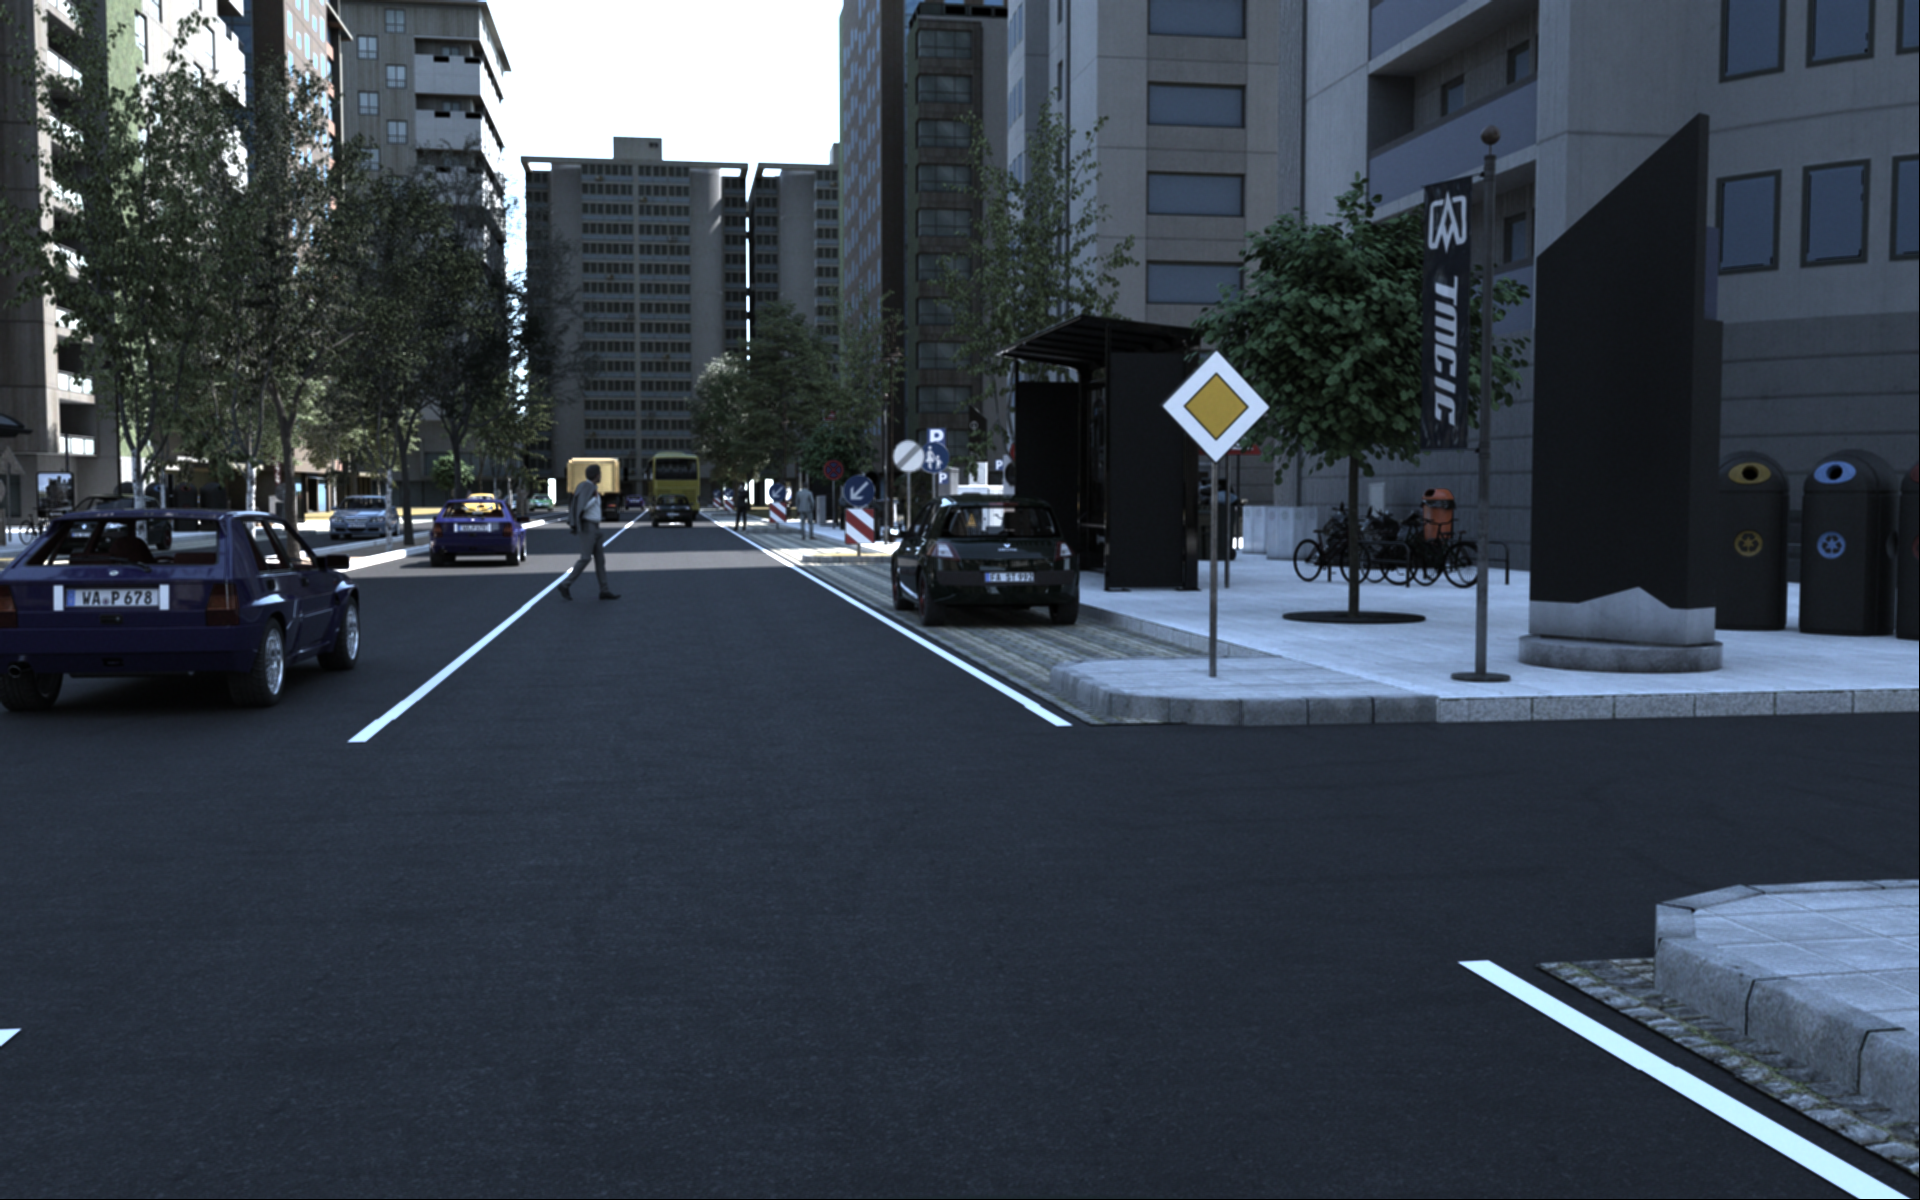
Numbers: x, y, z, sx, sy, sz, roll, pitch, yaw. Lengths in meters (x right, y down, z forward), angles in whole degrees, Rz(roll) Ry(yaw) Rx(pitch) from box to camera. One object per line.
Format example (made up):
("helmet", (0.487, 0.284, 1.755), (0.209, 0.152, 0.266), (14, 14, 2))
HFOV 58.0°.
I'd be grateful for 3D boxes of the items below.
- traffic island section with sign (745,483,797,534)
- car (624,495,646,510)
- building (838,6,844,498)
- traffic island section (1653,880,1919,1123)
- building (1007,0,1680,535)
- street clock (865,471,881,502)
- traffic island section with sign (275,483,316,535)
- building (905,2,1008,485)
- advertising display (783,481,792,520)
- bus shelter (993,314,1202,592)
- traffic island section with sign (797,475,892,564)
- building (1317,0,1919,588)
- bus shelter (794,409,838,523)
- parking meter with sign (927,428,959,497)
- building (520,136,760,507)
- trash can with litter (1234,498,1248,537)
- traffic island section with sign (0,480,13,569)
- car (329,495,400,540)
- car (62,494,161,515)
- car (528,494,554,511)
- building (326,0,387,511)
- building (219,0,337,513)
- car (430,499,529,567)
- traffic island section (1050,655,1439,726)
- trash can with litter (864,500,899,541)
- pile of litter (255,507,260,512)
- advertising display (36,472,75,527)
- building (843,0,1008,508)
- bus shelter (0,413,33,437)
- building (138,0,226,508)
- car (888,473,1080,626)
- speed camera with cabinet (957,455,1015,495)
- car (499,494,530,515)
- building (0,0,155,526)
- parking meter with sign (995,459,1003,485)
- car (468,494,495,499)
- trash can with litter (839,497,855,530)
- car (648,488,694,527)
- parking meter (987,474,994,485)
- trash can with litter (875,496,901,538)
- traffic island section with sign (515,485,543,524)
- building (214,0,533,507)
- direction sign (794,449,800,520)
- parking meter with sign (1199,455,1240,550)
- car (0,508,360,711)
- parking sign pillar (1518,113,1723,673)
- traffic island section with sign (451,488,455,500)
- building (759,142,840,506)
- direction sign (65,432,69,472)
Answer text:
("traffic island section with sign", (-6.791, -3.326, 63.008), (1.989, 1.847, 2.006), (-1, 4, -10))
("car", (-29.805, -8.941, 158.766), (1.945, 1.354, 3.894), (-1, 4, -9))
("building", (-3.521, -28.450, 148.758), (14.154, 41.232, 14.086), (-1, 4, -10))
("traffic island section", (3.123, 1.100, 4.296), (2.009, 0.180, 2.903), (-1, 4, -10))
("building", (12.629, -32.472, 72.911), (21.231, 58.520, 28.212), (-1, 4, -10))
("street clock", (-2.791, -3.113, 55.475), (0.471, 2.002, 0.358), (2, 4, 24))
("traffic island section with sign", (-23.539, -3.157, 60.250), (1.989, 1.847, 2.006), (-1, 4, -10))
("building", (3.411, -20.509, 107.027), (14.160, 30.474, 14.107), (-1, 4, -10))
("advertising display", (-8.409, -4.844, 84.406), (0.123, 1.923, 0.974), (1, 4, 13))
("bus shelter", (1.906, -2.114, 25.849), (1.731, 3.624, 6.357), (-1, 4, -10))
("traffic island section with sign", (-2.306, -1.700, 36.427), (1.989, 1.847, 2.006), (-1, 4, -10))
("building", (22.649, -30.014, 32.723), (28.212, 58.520, 21.231), (-1, 4, -10))
("bus shelter", (-6.422, -6.236, 79.584), (2.179, 5.291, 8.768), (-1, 4, -10))
("parking meter with sign", (-0.310, -3.076, 46.550), (0.543, 3.016, 1.738), (1, 4, 21))
("building", (-35.345, -30.517, 190.840), (23.993, 40.220, 32.217), (-1, 4, -10))
("trash can with litter", (8.023, -2.428, 51.085), (0.624, 1.170, 1.055), (-2, 4, -26))
("traffic island section with sign", (-19.043, -1.529, 33.621), (1.989, 1.847, 2.006), (-1, 4, -10))
("car", (-19.225, -2.693, 56.040), (2.014, 1.417, 4.499), (-1, 4, -11))
("car", (-20.747, -1.999, 42.464), (2.009, 1.686, 4.222), (0, 4, -8))
("car", (-35.117, -8.156, 145.155), (2.131, 1.459, 4.920), (-1, 4, -10))
("building", (-61.677, -29.383, 135.030), (28.867, 44.769, 22.147), (-1, 4, -10))
("building", (-50.188, -28.401, 114.468), (14.600, 45.320, 14.200), (-1, 4, -10))
("car", (-9.903, -1.416, 35.725), (1.945, 1.354, 3.894), (-1, 4, -11))
("traffic island section", (1.793, 0.618, 12.170), (2.009, 0.180, 2.903), (-1, 4, -10))
("trash can with litter", (-2.179, -2.213, 47.576), (1.055, 1.170, 0.624), (1, 4, 20))
("pile of litter", (-27.415, -3.301, 67.940), (1.176, 0.858, 1.719), (1, 4, 10))
("advertising display", (-26.077, -2.737, 49.958), (0.974, 1.923, 0.123), (-1, 4, -12))
("building", (-1.452, -29.626, 134.491), (14.600, 45.320, 14.200), (-1, 4, -10))
("bus shelter", (-23.449, -2.820, 40.024), (2.014, 3.302, 5.546), (-1, 4, -10))
("building", (-54.718, -30.755, 92.076), (28.713, 52.752, 27.495), (-1, 4, -10))
("car", (0.214, -0.635, 20.174), (2.009, 1.686, 4.222), (-1, 4, -8))
("speed camera with cabinet", (0.863, -2.737, 39.082), (2.038, 3.252, 0.660), (3, 5, 41))
("car", (-31.357, -6.741, 122.010), (2.131, 1.459, 4.920), (-1, 4, -11))
("building", (-42.318, -23.608, 69.583), (14.154, 41.232, 14.086), (-1, 4, -10))
("parking meter with sign", (2.501, -5.610, 87.991), (0.543, 3.016, 1.738), (3, 4, 37))
("car", (-25.372, -4.991, 91.822), (2.015, 1.641, 3.980), (-1, 4, -10))
("trash can with litter", (-3.992, -3.102, 62.101), (0.624, 1.170, 1.055), (-1, 4, -14))
("car", (-12.741, -4.082, 76.532), (2.009, 1.686, 4.222), (-1, 4, -11))
("parking meter", (0.762, -2.701, 49.876), (0.399, 1.863, 0.255), (2, 4, 34))
("trash can with litter", (-1.815, -2.401, 50.311), (2.233, 1.210, 1.678), (-1, 4, -20))
("traffic island section with sign", (-21.311, -4.648, 84.139), (2.006, 1.907, 1.989), (-1, 4, -10))
("building", (-60.450, -36.409, 184.525), (27.495, 52.752, 28.713), (-1, 4, -10))
("direction sign", (-8.159, -5.797, 86.781), (0.379, 3.537, 0.876), (-1, 4, -15))
("parking meter with sign", (5.559, -2.656, 39.683), (1.738, 3.016, 0.543), (0, 4, -5))
("car", (-5.653, -0.019, 12.883), (1.945, 1.354, 3.894), (0, 4, -8))
("parking sign pillar", (4.980, -1.499, 12.980), (1.447, 3.967, 1.447), (-3, 4, -38))
("traffic island section with sign", (-31.897, -6.186, 109.774), (1.989, 1.847, 2.006), (-1, 4, -10))
("building", (-11.596, -30.728, 194.291), (23.993, 40.220, 32.217), (-1, 4, -10))
("direction sign", (-32.567, -4.356, 63.210), (0.379, 3.537, 0.876), (-2, 4, -31))
